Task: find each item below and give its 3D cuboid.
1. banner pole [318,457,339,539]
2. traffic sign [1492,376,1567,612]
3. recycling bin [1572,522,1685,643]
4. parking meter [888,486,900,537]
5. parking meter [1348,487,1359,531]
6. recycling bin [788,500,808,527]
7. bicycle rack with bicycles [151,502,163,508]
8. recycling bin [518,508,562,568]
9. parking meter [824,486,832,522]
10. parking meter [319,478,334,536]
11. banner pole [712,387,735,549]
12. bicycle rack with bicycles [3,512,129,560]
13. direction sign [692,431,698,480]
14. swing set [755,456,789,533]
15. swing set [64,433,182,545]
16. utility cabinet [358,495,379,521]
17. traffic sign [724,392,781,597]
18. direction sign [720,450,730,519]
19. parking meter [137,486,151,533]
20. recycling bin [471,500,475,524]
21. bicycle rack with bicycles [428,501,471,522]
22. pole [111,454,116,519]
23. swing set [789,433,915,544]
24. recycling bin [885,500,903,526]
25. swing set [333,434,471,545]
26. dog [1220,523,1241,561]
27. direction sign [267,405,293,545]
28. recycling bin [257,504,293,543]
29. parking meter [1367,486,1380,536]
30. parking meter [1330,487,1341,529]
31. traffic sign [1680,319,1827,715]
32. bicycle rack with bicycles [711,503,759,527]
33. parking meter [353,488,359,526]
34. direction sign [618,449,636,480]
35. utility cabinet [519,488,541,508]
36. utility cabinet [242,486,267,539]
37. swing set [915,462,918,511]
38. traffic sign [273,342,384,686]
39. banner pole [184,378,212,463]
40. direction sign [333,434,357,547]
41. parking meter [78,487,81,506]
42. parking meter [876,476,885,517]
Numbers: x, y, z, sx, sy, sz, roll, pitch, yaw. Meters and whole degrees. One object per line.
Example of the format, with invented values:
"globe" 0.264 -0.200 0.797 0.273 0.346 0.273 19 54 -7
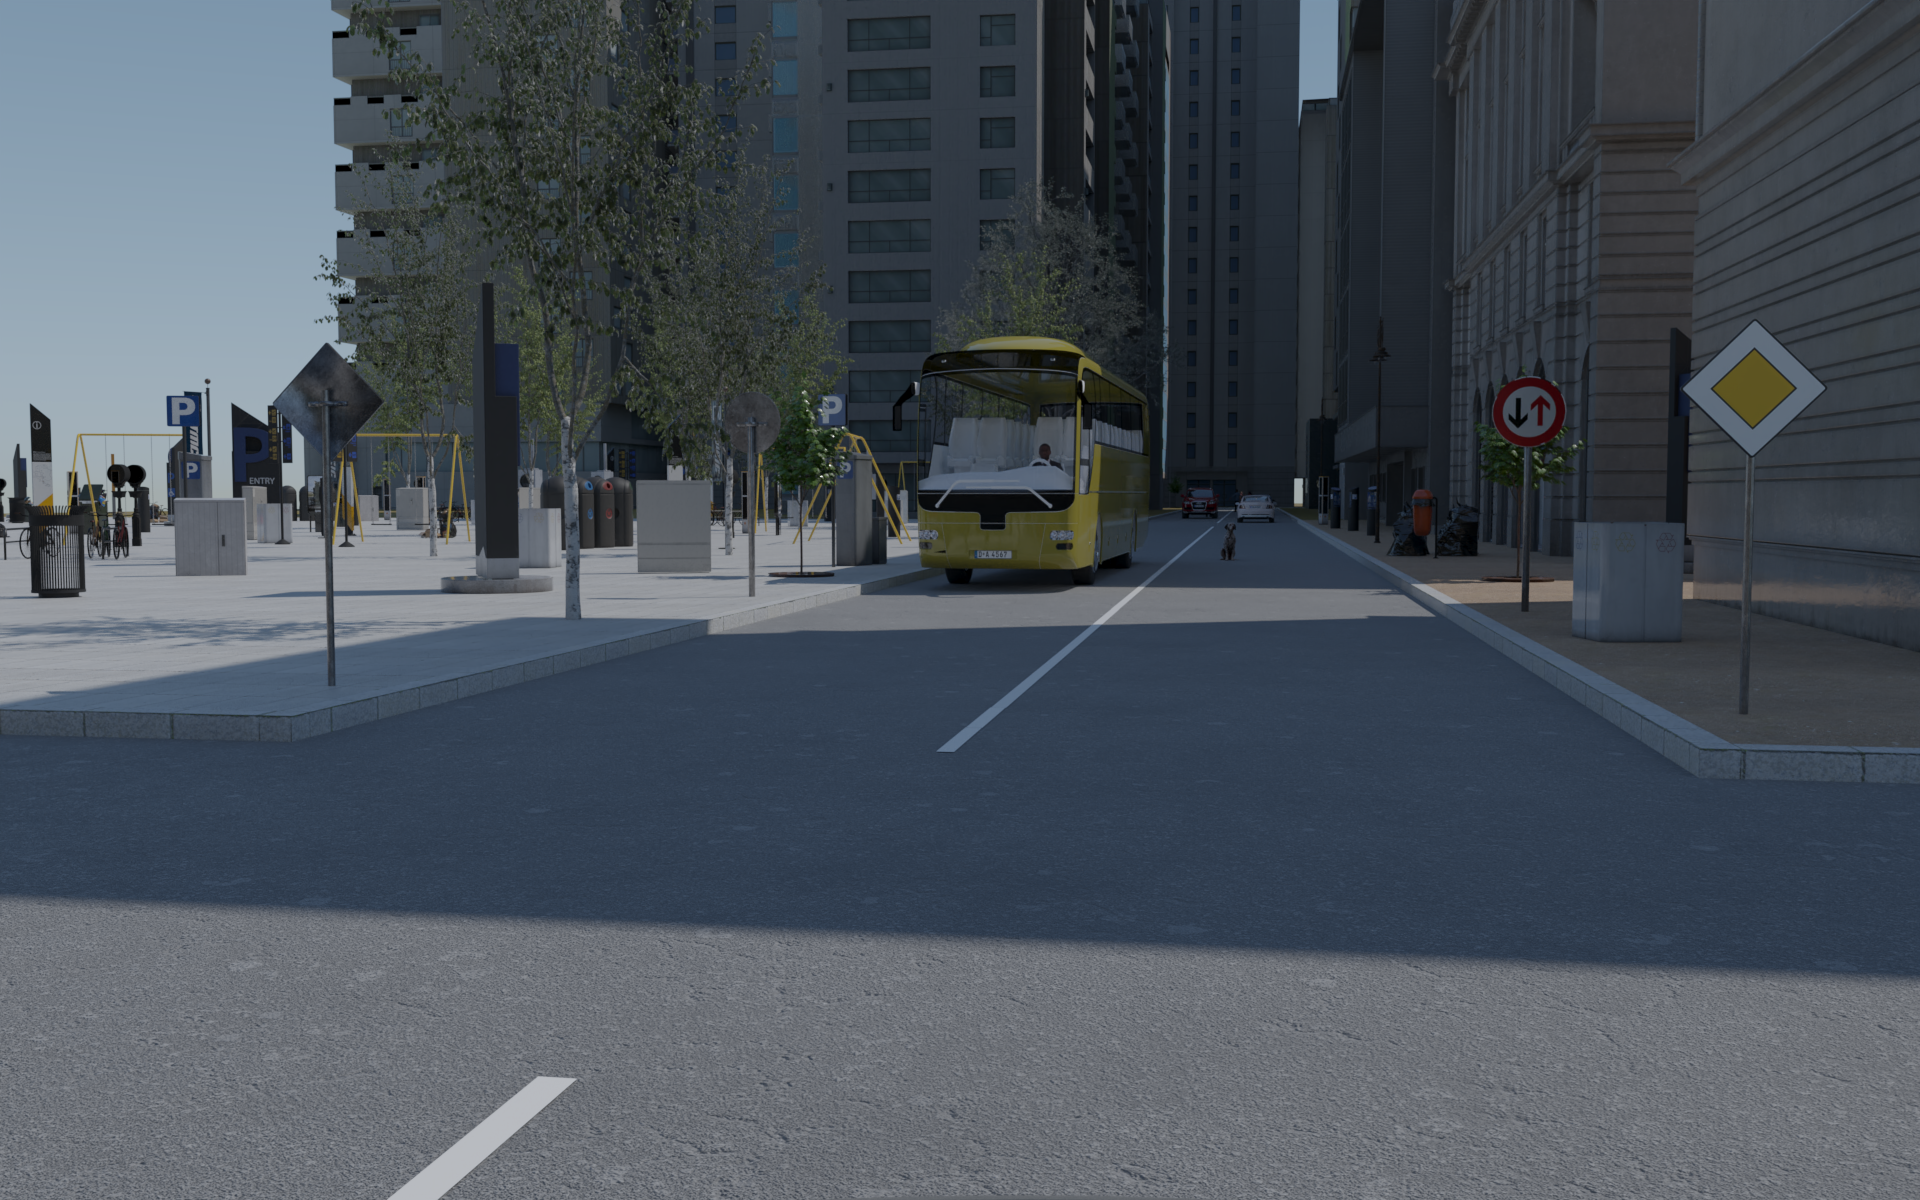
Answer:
"banner pole" -18.193 -3.666 49.954 0.863 3.779 0.401 2 4 28
"traffic sign" 6.167 -1.145 18.825 0.768 2.556 0.104 1 4 16
"recycling bin" 5.886 -0.167 15.284 0.722 1.027 0.722 0 4 -1
"parking meter" -1.963 -2.641 51.586 0.372 1.533 0.369 0 3 0
"parking meter" 13.650 -3.159 60.065 0.372 1.533 0.369 0 3 0
"recycling bin" -6.416 -3.422 68.500 0.722 1.027 0.722 -1 4 -14
"bicycle rack with bicycles" -37.249 -4.189 81.864 2.852 0.926 2.925 0 4 7
"recycling bin" -7.412 -1.082 30.244 0.722 1.027 0.722 0 4 4
"parking meter" -6.126 -4.591 80.780 0.399 1.863 0.255 -2 4 -24
"parking meter" -19.321 -2.880 52.798 0.399 1.863 0.255 -1 4 -18
"banner pole" -5.594 -3.089 40.520 0.401 3.779 0.863 -3 4 -39
"bicycle rack with bicycles" -17.743 -1.311 34.815 2.852 0.926 2.925 -1 4 -10
"direction sign" -9.147 -4.147 59.795 0.379 3.537 0.876 0 4 1
"swing set" -5.126 -3.678 57.763 3.119 2.851 2.862 0 4 1
"swing set" -21.191 -2.896 44.973 3.119 2.851 2.862 -1 4 -9
"utility cabinet" -27.944 -4.314 81.703 0.306 1.237 1.020 3 4 38
"traffic sign" -2.601 -1.314 21.583 0.768 2.556 0.104 1 4 18
"direction sign" -12.196 -5.945 89.196 0.876 3.537 0.379 -3 5 -42
"parking meter" -27.241 -3.021 57.804 0.372 1.533 0.369 0 3 0
"recycling bin" -20.469 -3.763 74.072 0.722 1.027 0.722 -2 4 -30
"bicycle rack with bicycles" -26.461 -4.603 88.641 2.925 0.926 2.852 -3 4 -38
"pole" -42.901 -5.744 87.762 0.158 3.312 0.155 0 3 0
"swing set" -2.805 -2.950 45.856 2.862 2.851 3.119 0 4 3
"recycling bin" -2.723 -3.572 70.962 0.722 1.027 0.722 0 4 3
"swing set" -14.662 -2.908 45.170 3.119 2.851 2.862 0 4 -4
"dog" 5.913 -1.267 37.559 0.513 0.831 0.800 3 4 39
"direction sign" -17.250 -3.180 43.998 0.876 3.537 0.379 2 4 30
"recycling bin" -17.979 -2.011 45.435 0.722 1.027 0.722 -3 4 -37
"parking meter" 12.750 -2.753 53.422 0.372 1.533 0.369 0 3 0
"parking meter" 13.952 -3.419 64.316 0.372 1.533 0.369 0 3 0
"traffic sign" 4.566 -0.391 10.035 0.795 2.450 0.064 1 4 10
"bicycle rack with bicycles" -9.530 -3.435 69.546 2.925 0.926 2.852 -3 5 -43
"parking meter" -24.528 -3.771 70.064 0.372 1.533 0.369 0 3 0
"direction sign" -16.754 -5.826 87.245 0.876 3.537 0.379 -2 4 -26
"utility cabinet" -14.749 -3.104 59.433 0.318 1.500 1.173 3 4 37
"utility cabinet" -19.803 -2.447 48.684 0.318 1.500 1.173 0 4 -4
"swing set" -1.323 -5.252 83.485 3.119 2.851 2.862 -1 4 -14
"traffic sign" -4.202 -0.482 11.528 0.795 2.450 0.064 1 4 10
"banner pole" -16.375 -2.896 37.367 0.401 3.779 0.863 2 4 25
"direction sign" -14.870 -3.051 41.880 0.379 3.537 0.876 1 4 20
"parking meter" -32.973 -3.435 64.575 0.372 1.533 0.369 0 3 0
"parking meter" -2.635 -3.165 57.464 0.255 1.863 0.399 0 4 -5
